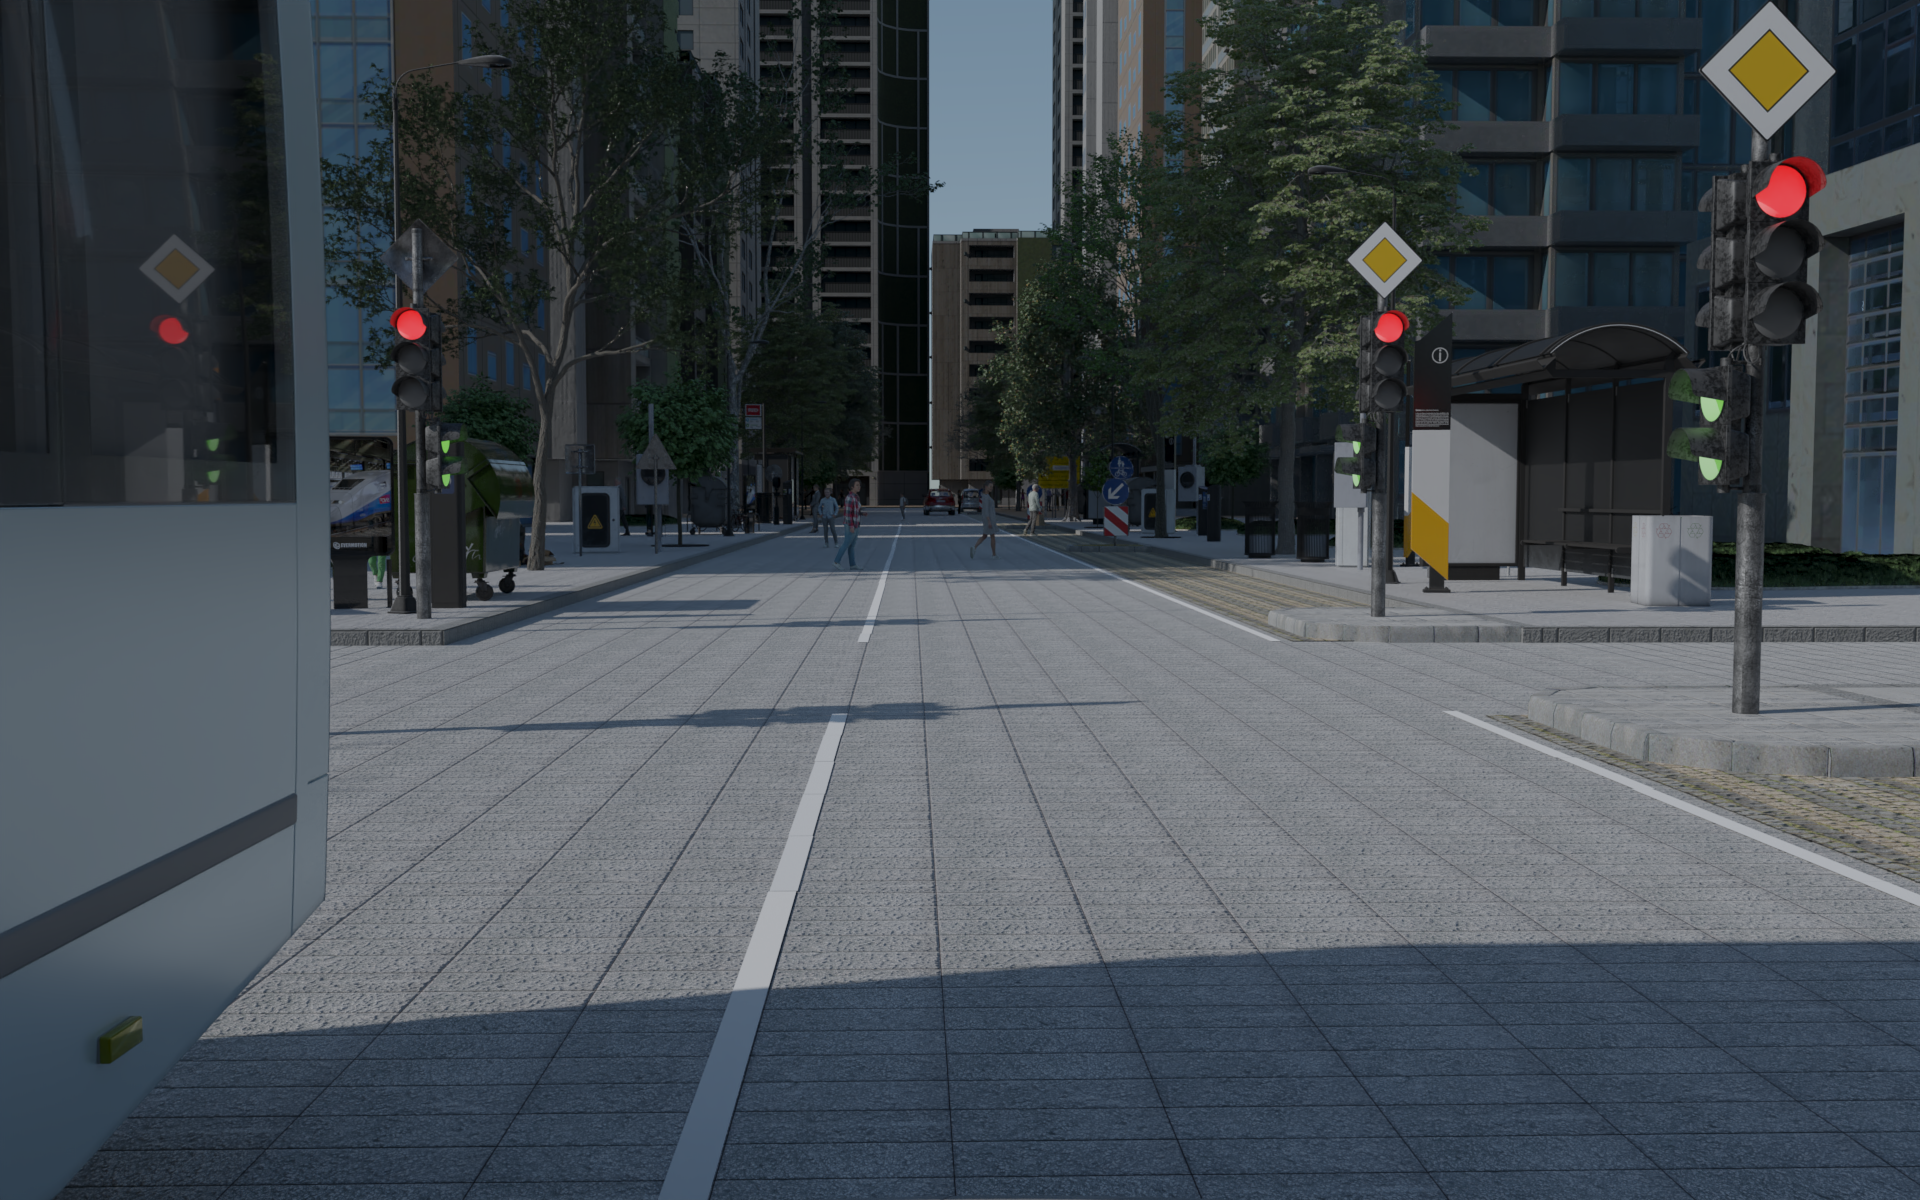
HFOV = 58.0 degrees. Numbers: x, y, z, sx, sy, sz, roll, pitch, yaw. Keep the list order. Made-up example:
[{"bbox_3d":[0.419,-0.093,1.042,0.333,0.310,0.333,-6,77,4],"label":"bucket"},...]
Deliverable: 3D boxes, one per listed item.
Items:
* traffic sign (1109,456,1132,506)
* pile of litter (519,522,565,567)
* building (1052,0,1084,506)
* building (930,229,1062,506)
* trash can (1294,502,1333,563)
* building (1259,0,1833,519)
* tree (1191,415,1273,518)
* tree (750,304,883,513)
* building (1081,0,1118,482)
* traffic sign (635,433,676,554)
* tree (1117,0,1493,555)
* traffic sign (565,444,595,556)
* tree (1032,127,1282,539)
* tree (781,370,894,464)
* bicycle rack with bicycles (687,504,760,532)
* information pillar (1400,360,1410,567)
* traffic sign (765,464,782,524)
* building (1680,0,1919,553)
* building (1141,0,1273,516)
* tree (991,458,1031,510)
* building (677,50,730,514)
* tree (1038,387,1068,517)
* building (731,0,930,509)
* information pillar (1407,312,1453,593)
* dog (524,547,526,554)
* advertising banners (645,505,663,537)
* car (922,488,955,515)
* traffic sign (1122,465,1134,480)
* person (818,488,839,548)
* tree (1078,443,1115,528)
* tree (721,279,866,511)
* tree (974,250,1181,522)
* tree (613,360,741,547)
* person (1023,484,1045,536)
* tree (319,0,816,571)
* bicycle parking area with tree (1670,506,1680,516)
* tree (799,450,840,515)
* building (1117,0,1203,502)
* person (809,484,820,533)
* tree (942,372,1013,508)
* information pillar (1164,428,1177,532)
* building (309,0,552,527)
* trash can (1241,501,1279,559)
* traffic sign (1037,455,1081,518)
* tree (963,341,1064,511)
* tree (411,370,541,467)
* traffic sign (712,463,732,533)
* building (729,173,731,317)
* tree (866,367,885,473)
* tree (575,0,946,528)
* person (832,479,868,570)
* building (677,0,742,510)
[{"bbox_3d":[5.379,-3.541,58.008,0.768,2.556,0.104,0,4,-1],"label":"traffic sign"},{"bbox_3d":[-7.787,-1.046,31.070,1.176,0.858,1.719,3,5,41],"label":"pile of litter"},{"bbox_3d":[21.287,-46.229,194.098,20.611,71.187,20.563,0,4,-2],"label":"building"},{"bbox_3d":[3.776,-25.669,191.396,14.107,30.474,14.160,0,4,-2],"label":"building"},{"bbox_3d":[6.646,-1.281,32.599,0.748,1.137,0.748,0,3,0],"label":"trash can"},{"bbox_3d":[26.318,-28.032,77.938,23.786,49.044,30.456,0,4,-2],"label":"building"},{"bbox_3d":[11.077,-5.329,70.838,4.285,4.588,4.351,0,3,0],"label":"tree"},{"bbox_3d":[-9.592,-12.843,116.631,9.857,13.997,8.962,0,3,0],"label":"tree"},{"bbox_3d":[20.896,-36.950,146.126,21.231,58.520,28.212,0,4,-2],"label":"building"},{"bbox_3d":[-6.516,-2.269,37.104,0.884,2.594,0.081,0,4,0],"label":"traffic sign"},{"bbox_3d":[7.342,-7.232,36.368,7.486,12.596,7.792,0,3,0],"label":"tree"},{"bbox_3d":[-7.801,-2.046,35.576,0.606,2.300,0.079,0,4,0],"label":"traffic sign"},{"bbox_3d":[5.696,-7.610,50.180,9.928,11.665,9.643,0,3,0],"label":"tree"},{"bbox_3d":[-10.609,-14.304,144.245,12.009,13.543,11.850,0,3,0],"label":"tree"},{"bbox_3d":[-7.957,-2.833,59.704,2.852,0.926,2.925,2,4,28],"label":"bicycle rack with bicycles"},{"bbox_3d":[8.029,-2.399,30.580,0.504,3.616,0.183,-3,4,-38],"label":"information pillar"},{"bbox_3d":[-7.995,-4.536,74.272,0.768,2.556,0.104,0,4,7],"label":"traffic sign"},{"bbox_3d":[32.976,-44.027,32.512,31.000,86.520,22.319,0,4,-2],"label":"building"},{"bbox_3d":[28.019,-25.361,106.534,32.217,40.220,23.993,0,4,-2],"label":"building"},{"bbox_3d":[4.081,-9.630,141.167,4.285,4.588,4.351,0,3,0],"label":"tree"},{"bbox_3d":[-23.178,-20.900,113.411,14.160,30.474,14.107,0,4,-2],"label":"building"},{"bbox_3d":[4.865,-8.978,97.159,4.737,8.622,4.395,0,3,0],"label":"tree"},{"bbox_3d":[-13.670,-46.160,192.973,20.611,71.187,20.563,0,4,-2],"label":"building"},{"bbox_3d":[6.121,-1.902,22.444,0.504,3.616,0.183,1,4,10],"label":"information pillar"},{"bbox_3d":[-9.213,-1.314,35.857,0.800,0.831,0.513,2,4,31],"label":"dog"},{"bbox_3d":[-9.020,-3.399,51.755,0.090,3.025,2.074,-2,4,-31],"label":"advertising banners"},{"bbox_3d":[-1.424,-6.678,117.857,2.281,1.827,5.304,0,4,-3],"label":"car"},{"bbox_3d":[5.942,-3.859,63.194,0.768,2.556,0.104,0,4,1],"label":"traffic sign"},{"bbox_3d":[-3.527,-2.206,46.381,0.589,1.601,0.330,1,4,17],"label":"person"},{"bbox_3d":[5.301,-4.312,65.106,1.663,3.219,1.824,0,3,0],"label":"tree"},{"bbox_3d":[-9.123,-10.623,91.809,7.486,12.596,7.792,0,3,0],"label":"tree"},{"bbox_3d":[5.292,-10.019,80.824,9.611,12.733,9.660,0,3,0],"label":"tree"},{"bbox_3d":[-6.890,-3.599,42.551,4.285,4.588,4.351,0,3,0],"label":"tree"},{"bbox_3d":[2.547,-3.072,59.219,0.515,1.767,0.782,-2,4,-30],"label":"person"},{"bbox_3d":[-6.897,-5.758,28.550,7.601,10.594,8.767,3,5,43],"label":"tree"},{"bbox_3d":[22.619,-4.056,53.324,9.016,4.147,8.231,0,4,2],"label":"bicycle parking area with tree"},{"bbox_3d":[-9.162,-7.605,108.055,4.285,4.588,4.351,0,3,0],"label":"tree"},{"bbox_3d":[19.088,-29.057,125.193,14.600,45.320,14.200,0,4,-2],"label":"building"},{"bbox_3d":[-5.405,-3.366,63.813,0.573,1.790,0.520,-2,4,-33],"label":"person"},{"bbox_3d":[3.449,-15.270,160.026,12.009,13.543,11.850,0,3,0],"label":"tree"},{"bbox_3d":[7.145,-4.125,58.797,0.183,3.616,0.504,-3,4,-38],"label":"information pillar"},{"bbox_3d":[-23.052,-25.128,60.956,14.600,45.320,14.200,0,4,-2],"label":"building"},{"bbox_3d":[6.002,-1.406,34.640,0.748,1.137,0.748,0,3,0],"label":"trash can"},{"bbox_3d":[5.200,-5.942,91.018,2.265,3.308,0.079,0,4,1],"label":"traffic sign"},{"bbox_3d":[3.925,-12.863,128.431,7.486,12.596,7.792,0,3,0],"label":"tree"},{"bbox_3d":[-12.819,-3.818,46.140,4.285,4.588,4.351,0,3,0],"label":"tree"},{"bbox_3d":[-7.942,-3.511,57.504,0.768,2.556,0.104,0,4,0],"label":"traffic sign"},{"bbox_3d":[-24.690,-21.797,128.075,14.160,30.474,14.107,0,4,-2],"label":"building"},{"bbox_3d":[-9.197,-12.956,129.949,7.486,12.596,7.792,0,3,0],"label":"tree"},{"bbox_3d":[-7.258,-12.730,64.017,12.611,20.169,13.585,0,3,0],"label":"tree"},{"bbox_3d":[-2.075,-1.429,32.702,0.643,1.720,0.563,0,4,5],"label":"person"},{"bbox_3d":[-28.245,-43.479,149.125,20.611,71.187,20.563,0,4,-2],"label":"building"}]
